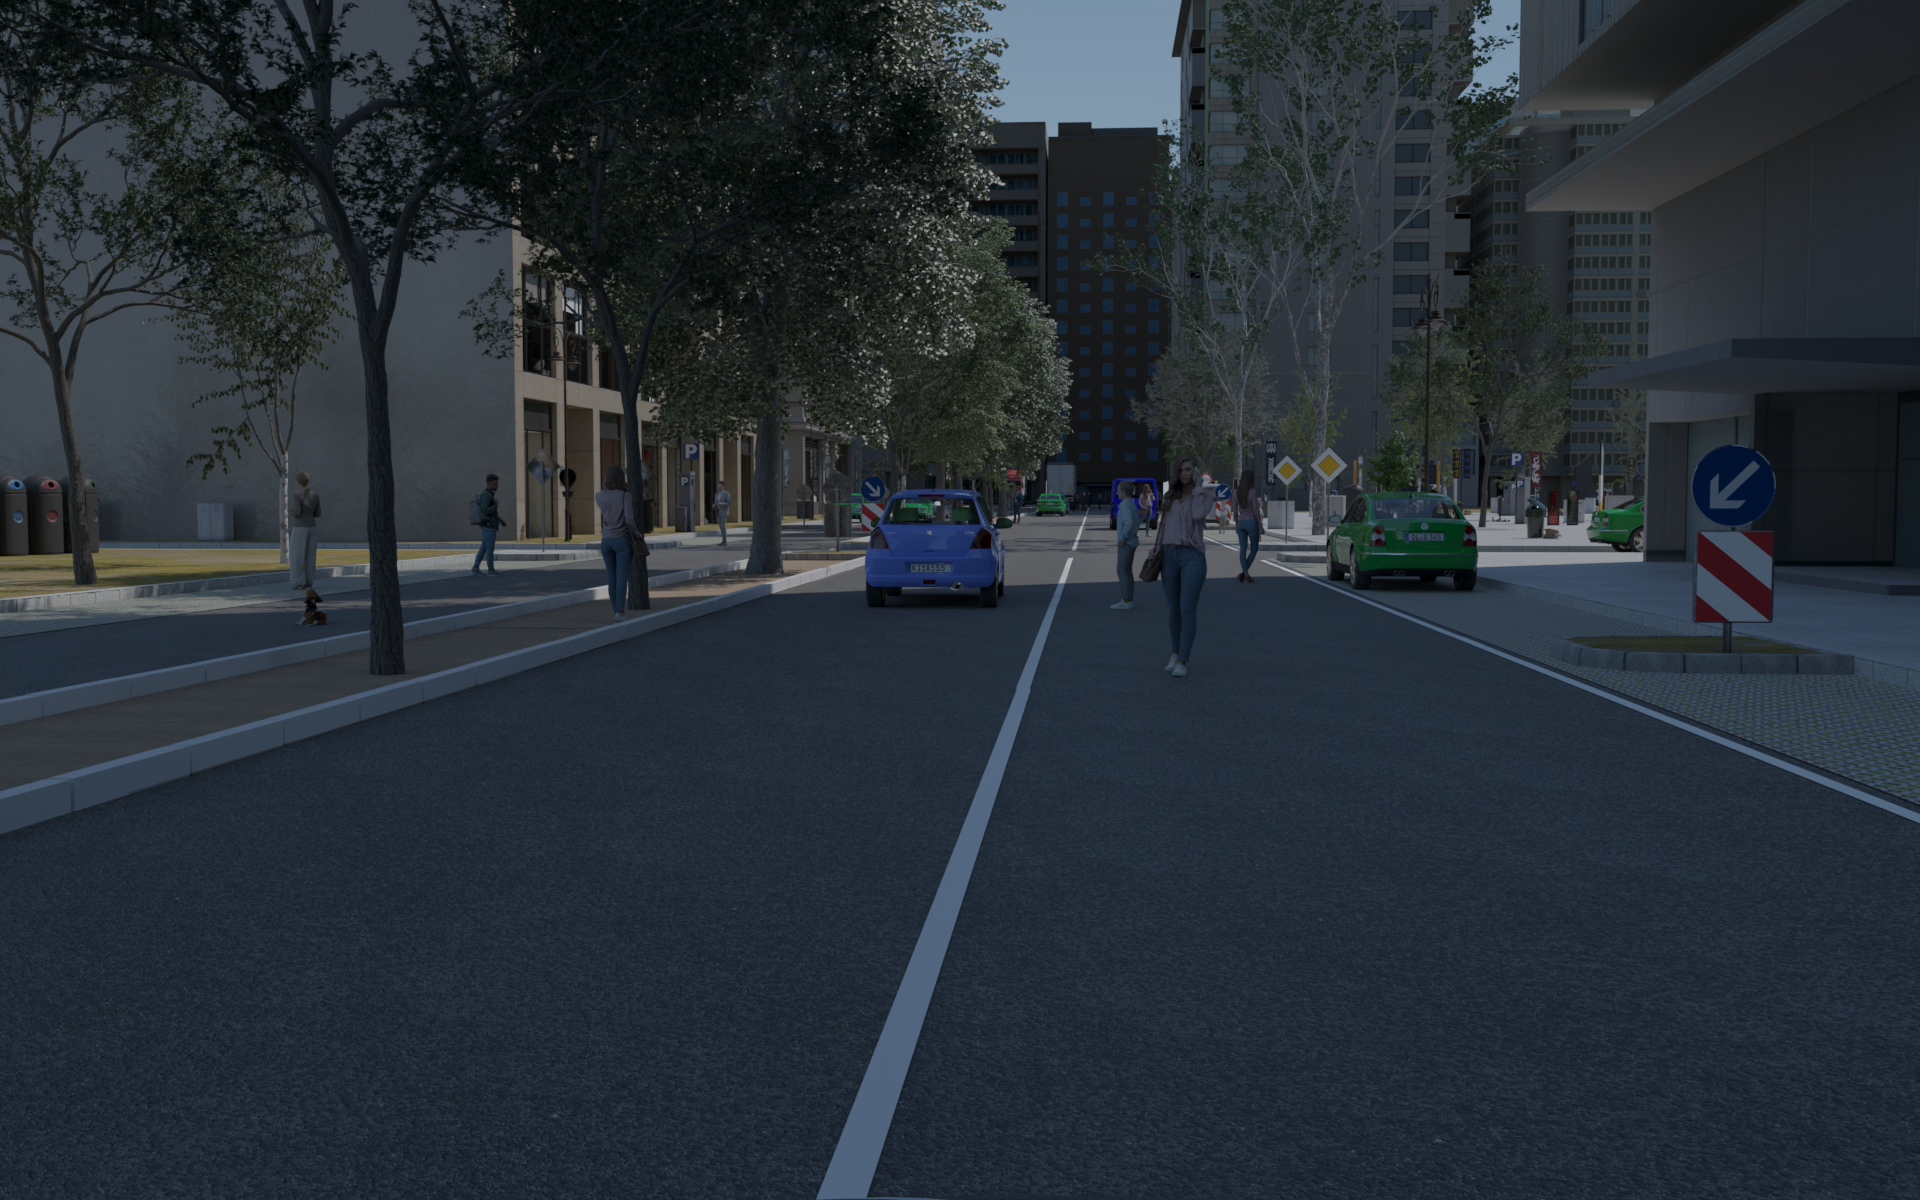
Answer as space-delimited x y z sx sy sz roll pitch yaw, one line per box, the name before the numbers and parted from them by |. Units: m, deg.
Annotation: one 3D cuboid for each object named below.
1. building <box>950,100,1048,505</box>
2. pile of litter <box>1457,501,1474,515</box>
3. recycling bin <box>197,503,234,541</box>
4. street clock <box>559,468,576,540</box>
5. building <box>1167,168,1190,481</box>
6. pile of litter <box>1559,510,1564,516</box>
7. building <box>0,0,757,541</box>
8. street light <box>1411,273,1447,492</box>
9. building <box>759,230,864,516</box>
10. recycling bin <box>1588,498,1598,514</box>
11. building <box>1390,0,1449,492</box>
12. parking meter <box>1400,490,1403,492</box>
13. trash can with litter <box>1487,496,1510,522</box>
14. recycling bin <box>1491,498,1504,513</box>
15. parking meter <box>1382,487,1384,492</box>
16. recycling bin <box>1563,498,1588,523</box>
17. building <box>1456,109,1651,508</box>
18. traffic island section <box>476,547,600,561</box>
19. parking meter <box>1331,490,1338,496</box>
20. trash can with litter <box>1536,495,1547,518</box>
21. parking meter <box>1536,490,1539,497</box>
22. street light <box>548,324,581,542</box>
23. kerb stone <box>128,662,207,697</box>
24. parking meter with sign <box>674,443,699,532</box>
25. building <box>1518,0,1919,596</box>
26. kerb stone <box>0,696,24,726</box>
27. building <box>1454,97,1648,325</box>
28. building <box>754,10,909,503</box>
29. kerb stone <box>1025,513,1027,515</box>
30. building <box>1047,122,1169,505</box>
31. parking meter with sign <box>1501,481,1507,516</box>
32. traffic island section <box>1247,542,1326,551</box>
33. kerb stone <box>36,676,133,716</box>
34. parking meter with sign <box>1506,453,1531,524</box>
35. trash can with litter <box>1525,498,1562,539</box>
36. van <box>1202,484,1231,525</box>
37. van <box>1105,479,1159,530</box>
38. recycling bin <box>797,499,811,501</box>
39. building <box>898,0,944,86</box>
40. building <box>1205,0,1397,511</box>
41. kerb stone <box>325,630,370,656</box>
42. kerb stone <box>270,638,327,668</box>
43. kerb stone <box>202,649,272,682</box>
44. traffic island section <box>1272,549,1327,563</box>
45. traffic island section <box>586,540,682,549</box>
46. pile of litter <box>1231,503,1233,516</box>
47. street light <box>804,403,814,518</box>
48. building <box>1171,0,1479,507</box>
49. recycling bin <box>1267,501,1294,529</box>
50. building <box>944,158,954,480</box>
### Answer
building | 0.419 -36.243 216.274 21.600 48.544 21.300 0 4 4
pile of litter | 30.708 -5.601 105.541 1.719 0.858 1.176 -2 4 -31
recycling bin | -20.377 -2.132 47.417 0.722 1.027 0.722 0 4 -2
street clock | -10.979 -2.688 48.514 0.471 2.002 0.358 -1 4 -15
building | 32.321 -32.185 209.815 14.086 41.232 14.154 0 4 4
pile of litter | 35.668 -5.391 102.113 1.719 0.858 1.176 0 4 7
building | -20.394 -15.888 64.286 19.350 26.468 34.151 0 4 4
street light | 9.803 -3.886 36.326 0.468 5.910 1.993 0 4 4
building | -13.307 -15.313 101.271 10.553 20.767 40.483 0 4 4
recycling bin | 41.410 -6.166 113.360 0.722 1.027 0.722 -2 4 -34
building | 30.944 -43.787 154.169 20.563 71.187 20.611 0 4 4
parking meter | 28.137 -6.263 110.818 0.372 1.533 0.369 0 3 0
trash can with litter | 24.782 -4.207 79.841 1.678 1.210 2.233 1 4 19
recycling bin | 36.151 -6.346 116.311 0.722 1.027 0.722 -3 5 -41
parking meter | 26.827 -6.355 109.620 0.399 1.863 0.255 0 4 6
recycling bin | 27.479 -3.972 77.491 0.722 1.027 0.722 0 4 -1
building | 63.046 -29.512 174.410 23.993 40.220 32.217 0 4 4
traffic island section | -9.227 -0.978 38.275 2.009 0.180 2.903 0 4 4
parking meter | 22.484 -5.847 104.007 0.372 1.533 0.369 0 3 0
trash can with litter | 31.978 -5.135 95.006 2.233 1.210 1.678 1 4 16
parking meter | 34.179 -5.782 102.951 0.372 1.533 0.369 0 3 0
street light | -10.585 -4.508 46.498 0.468 5.910 1.993 0 4 4
kerb stone | -5.807 0.590 12.595 0.120 0.150 1.000 0 4 4
parking meter with sign | -9.304 -3.827 58.825 0.543 3.016 1.738 0 4 4
building | 23.111 -26.246 18.354 28.713 52.752 27.495 0 4 4
kerb stone | -5.955 0.715 10.557 0.120 0.150 1.000 0 4 4
building | 69.049 -36.202 211.512 30.456 49.044 23.786 0 4 4
building | -16.193 -31.628 136.733 23.786 49.044 30.456 0 4 4
kerb stone | 4.238 -5.688 115.193 0.120 0.150 1.000 0 4 4
building | 17.995 -34.336 211.500 14.200 45.320 14.600 0 4 4
parking meter with sign | 32.333 -6.455 101.804 0.543 3.016 1.738 -1 4 -19
traffic island section | 8.479 -1.384 44.916 2.009 0.180 2.903 0 4 4
kerb stone | -5.881 0.650 11.576 0.120 0.150 1.000 0 4 4
parking meter with sign | 24.018 -4.744 73.822 0.543 3.016 1.738 3 4 39
trash can with litter | 16.834 -2.357 49.916 0.624 1.170 1.055 -3 5 -41
van | 10.407 -4.023 72.790 2.013 2.044 4.112 0 4 5
van | 7.105 -4.080 71.087 2.240 2.365 5.245 0 4 4
recycling bin | -8.088 -4.780 90.714 0.722 1.027 0.722 -1 4 -20
building | -13.038 -32.958 162.572 21.300 48.544 21.600 0 4 4
building | 26.366 -27.782 137.837 14.154 41.232 14.086 0 4 4
kerb stone | -5.565 0.400 15.652 0.120 0.150 1.000 0 4 4
kerb stone | -5.649 0.463 14.633 0.120 0.150 1.000 0 4 4
kerb stone | -5.722 0.525 13.613 0.120 0.150 1.000 0 4 4
traffic island section | 7.863 -0.897 36.954 2.009 0.180 2.903 0 4 4
traffic island section | -8.612 -1.465 46.236 2.009 0.180 2.903 0 4 4
pile of litter | 16.252 -5.453 103.127 1.719 0.858 1.176 -3 5 -41
street light | -7.435 -6.962 86.610 0.468 5.910 1.993 0 4 4
building | 36.725 -36.061 178.833 28.713 52.752 27.495 0 4 4
recycling bin | 11.795 -3.126 63.659 0.722 1.027 0.722 -3 5 -41
building | -7.751 -30.938 189.428 14.086 41.232 14.154 0 4 4
